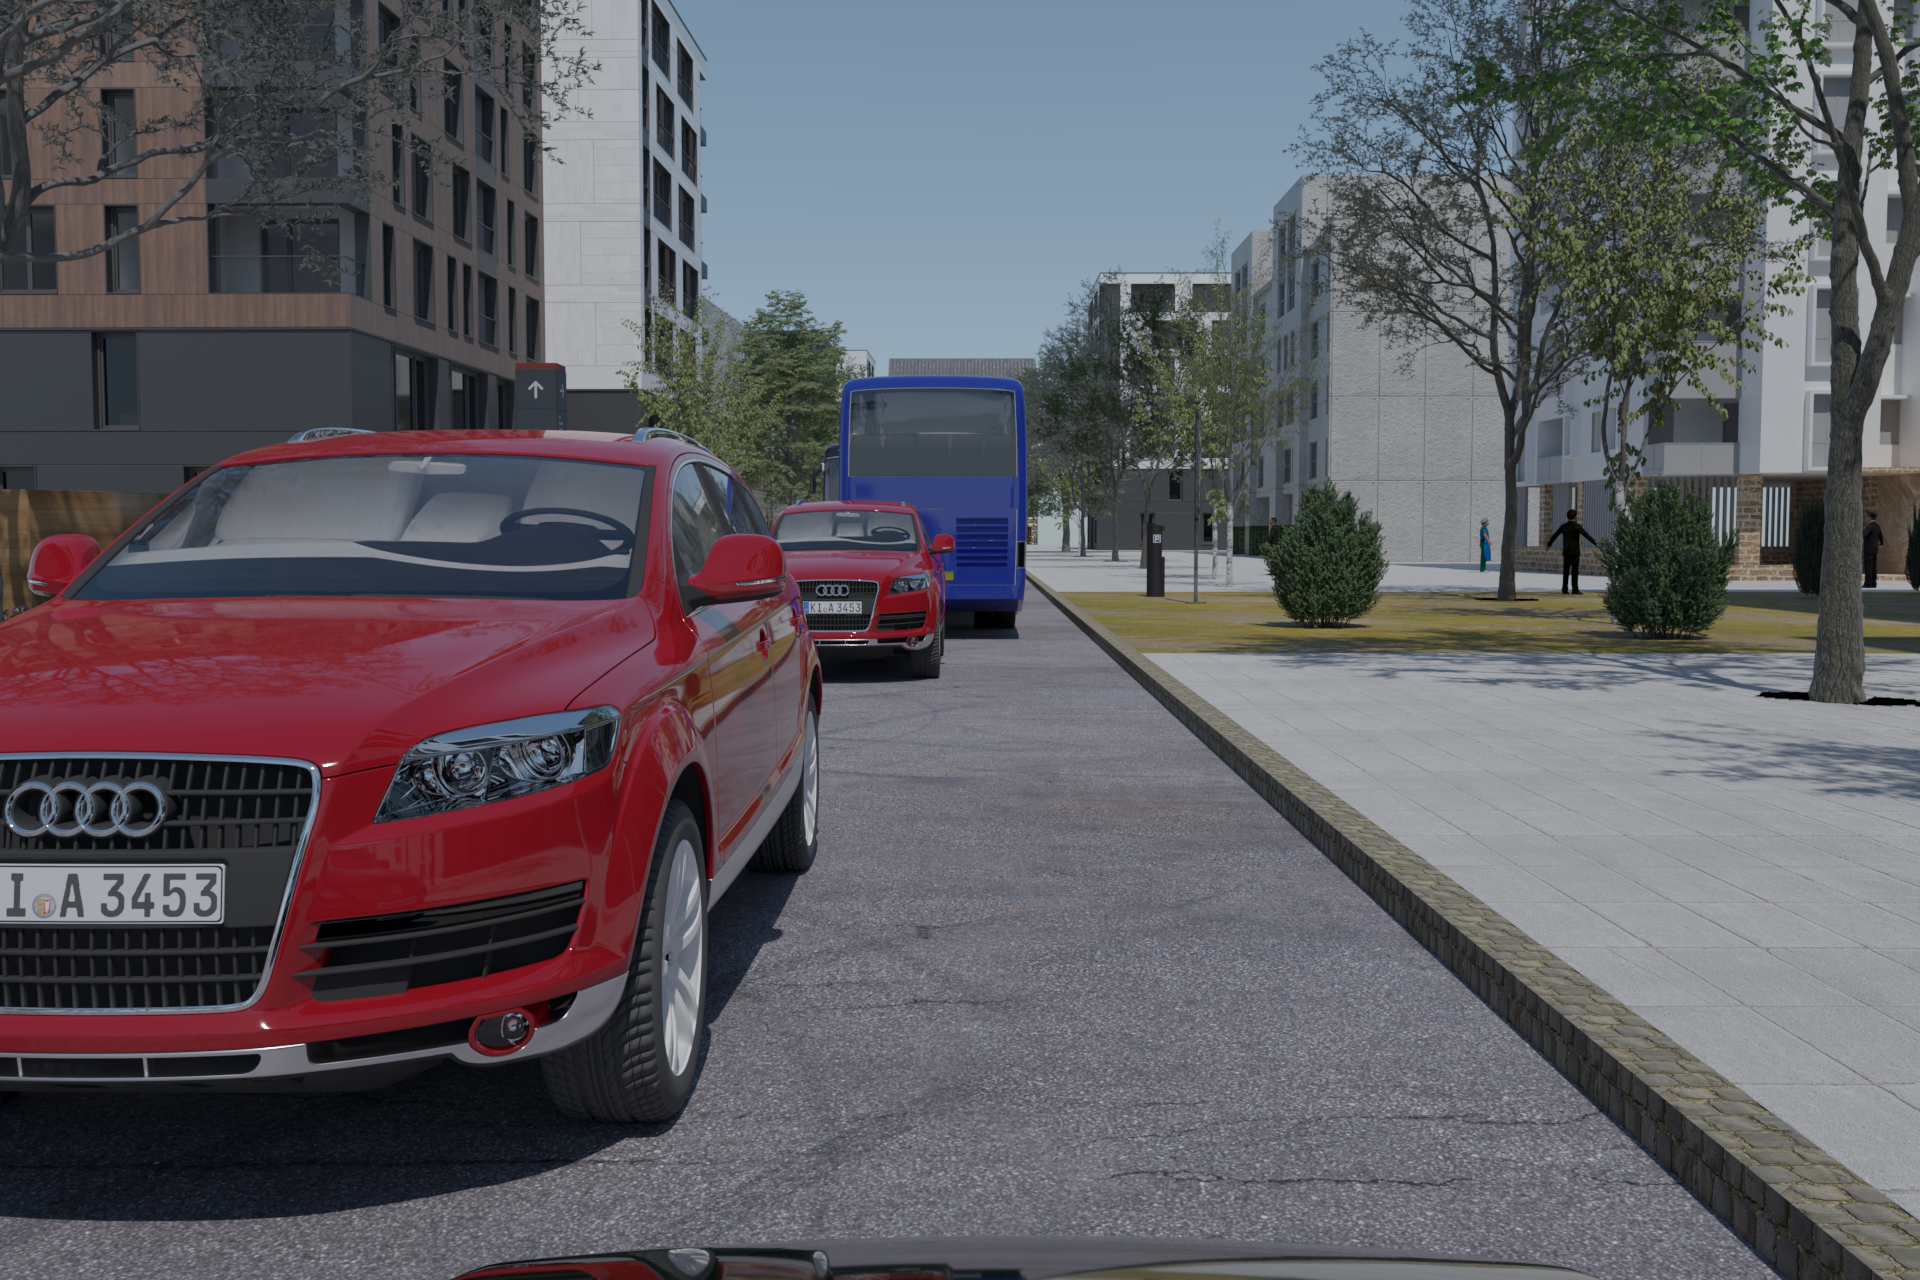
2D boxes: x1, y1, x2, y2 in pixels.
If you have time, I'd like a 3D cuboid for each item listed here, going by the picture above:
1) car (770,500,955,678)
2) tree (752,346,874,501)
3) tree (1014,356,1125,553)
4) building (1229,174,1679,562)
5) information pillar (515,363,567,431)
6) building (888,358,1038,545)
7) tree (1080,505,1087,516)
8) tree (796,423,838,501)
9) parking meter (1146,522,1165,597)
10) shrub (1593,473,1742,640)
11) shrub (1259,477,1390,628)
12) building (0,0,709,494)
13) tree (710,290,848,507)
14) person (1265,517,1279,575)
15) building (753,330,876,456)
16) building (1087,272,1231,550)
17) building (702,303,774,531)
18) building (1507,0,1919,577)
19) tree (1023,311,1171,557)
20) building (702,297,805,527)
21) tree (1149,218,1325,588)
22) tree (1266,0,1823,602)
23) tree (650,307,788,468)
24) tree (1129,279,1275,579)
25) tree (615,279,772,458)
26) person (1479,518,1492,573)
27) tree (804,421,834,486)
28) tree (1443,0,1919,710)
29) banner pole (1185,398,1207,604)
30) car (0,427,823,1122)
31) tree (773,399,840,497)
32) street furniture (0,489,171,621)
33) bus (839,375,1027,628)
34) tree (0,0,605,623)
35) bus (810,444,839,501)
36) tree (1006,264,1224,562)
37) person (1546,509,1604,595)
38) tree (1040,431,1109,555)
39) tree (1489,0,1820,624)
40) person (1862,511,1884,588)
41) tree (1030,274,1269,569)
[{"bbox_3d":[-1.192,-0.626,18.909,2.281,1.827,5.304,0,4,0],"label":"car"},{"bbox_3d":[-7.906,-10.209,92.669,9.928,11.665,9.643,0,3,0],"label":"tree"},{"bbox_3d":[7.181,-12.952,118.412,9.857,13.997,8.962,0,3,0],"label":"tree"},{"bbox_3d":[25.285,-13.911,93.900,16.747,18.905,31.486,0,4,1],"label":"building"},{"bbox_3d":[-6.388,-2.272,26.524,0.750,3.857,0.750,0,4,0],"label":"information pillar"},{"bbox_3d":[0.306,-23.347,215.116,18.063,23.208,19.493,0,4,0],"label":"building"},{"bbox_3d":[18.151,-17.113,214.212,7.601,10.594,8.767,1,4,9],"label":"tree"},{"bbox_3d":[-8.541,-11.577,123.690,7.601,10.594,8.767,0,4,-2],"label":"tree"},{"bbox_3d":[3.998,-1.648,35.361,0.372,1.533,0.369,0,3,0],"label":"parking meter"},{"bbox_3d":[8.640,-1.028,21.226,1.690,2.028,1.600,0,3,0],"label":"shrub"},{"bbox_3d":[5.005,-1.207,23.773,1.661,2.075,1.752,0,3,0],"label":"shrub"},{"bbox_3d":[-25.213,-13.158,59.109,27.936,21.610,32.646,0,4,1],"label":"building"},{"bbox_3d":[-8.187,-9.978,81.266,7.486,12.596,7.792,0,3,0],"label":"tree"},{"bbox_3d":[9.698,-2.906,53.744,0.704,1.802,1.346,1,4,22],"label":"person"},{"bbox_3d":[-24.279,-21.173,190.151,27.936,21.610,32.646,0,4,1],"label":"building"},{"bbox_3d":[24.939,-18.818,151.653,27.936,21.610,32.646,0,4,0],"label":"building"},{"bbox_3d":[-25.648,-18.995,141.497,19.493,23.208,18.063,0,4,1],"label":"building"},{"bbox_3d":[24.549,-12.433,59.706,16.016,20.090,11.380,0,4,1],"label":"building"},{"bbox_3d":[6.766,-11.390,96.589,12.009,13.543,11.850,0,3,0],"label":"tree"},{"bbox_3d":[-24.258,-20.119,159.877,19.493,23.208,18.063,0,4,0],"label":"building"},{"bbox_3d":[6.238,-5.566,41.368,4.360,8.622,3.978,0,3,0],"label":"tree"},{"bbox_3d":[10.605,-7.491,32.843,12.009,13.543,11.850,0,3,0],"label":"tree"},{"bbox_3d":[-8.135,-6.522,56.995,4.737,8.622,4.395,0,3,0],"label":"tree"},{"bbox_3d":[7.024,-6.031,48.964,4.737,8.622,4.395,0,3,0],"label":"tree"},{"bbox_3d":[-7.950,-6.151,50.938,4.737,8.622,4.395,0,3,0],"label":"tree"},{"bbox_3d":[17.469,-3.148,57.594,0.704,1.817,1.347,1,4,9],"label":"person"},{"bbox_3d":[-7.697,-9.370,103.568,4.737,8.622,4.395,0,3,0],"label":"tree"},{"bbox_3d":[6.901,-5.330,12.900,9.928,11.665,9.643,0,3,0],"label":"tree"},{"bbox_3d":[4.356,-2.550,31.710,0.401,3.779,0.863,0,4,2],"label":"banner pole"},{"bbox_3d":[-1.655,0.168,5.923,2.281,1.827,5.304,0,4,1],"label":"car"},{"bbox_3d":[-8.649,-10.845,111.727,8.767,10.594,7.601,1,4,22],"label":"tree"},{"bbox_3d":[-10.155,-0.714,18.535,11.010,1.723,9.812,1,4,17],"label":"street furniture"},{"bbox_3d":[-0.295,-2.301,29.173,2.896,3.916,12.251,0,4,1],"label":"bus"},{"bbox_3d":[-8.875,-6.414,15.237,12.009,13.543,11.850,0,3,0],"label":"tree"},{"bbox_3d":[-1.906,-3.309,45.656,2.896,3.916,12.251,0,4,1],"label":"bus"},{"bbox_3d":[7.094,-10.364,79.818,12.009,13.543,11.850,0,3,0],"label":"tree"},{"bbox_3d":[12.956,-1.863,36.651,0.705,1.806,1.347,-3,4,-38],"label":"person"},{"bbox_3d":[7.301,-9.622,107.685,4.737,8.622,4.395,0,3,0],"label":"tree"},{"bbox_3d":[9.590,-4.529,24.415,4.737,8.622,4.395,0,3,0],"label":"tree"},{"bbox_3d":[21.581,-2.151,41.097,1.347,1.837,0.705,-2,4,-34],"label":"person"},{"bbox_3d":[6.739,-7.872,63.124,8.767,10.594,7.601,0,4,-1],"label":"tree"}]
